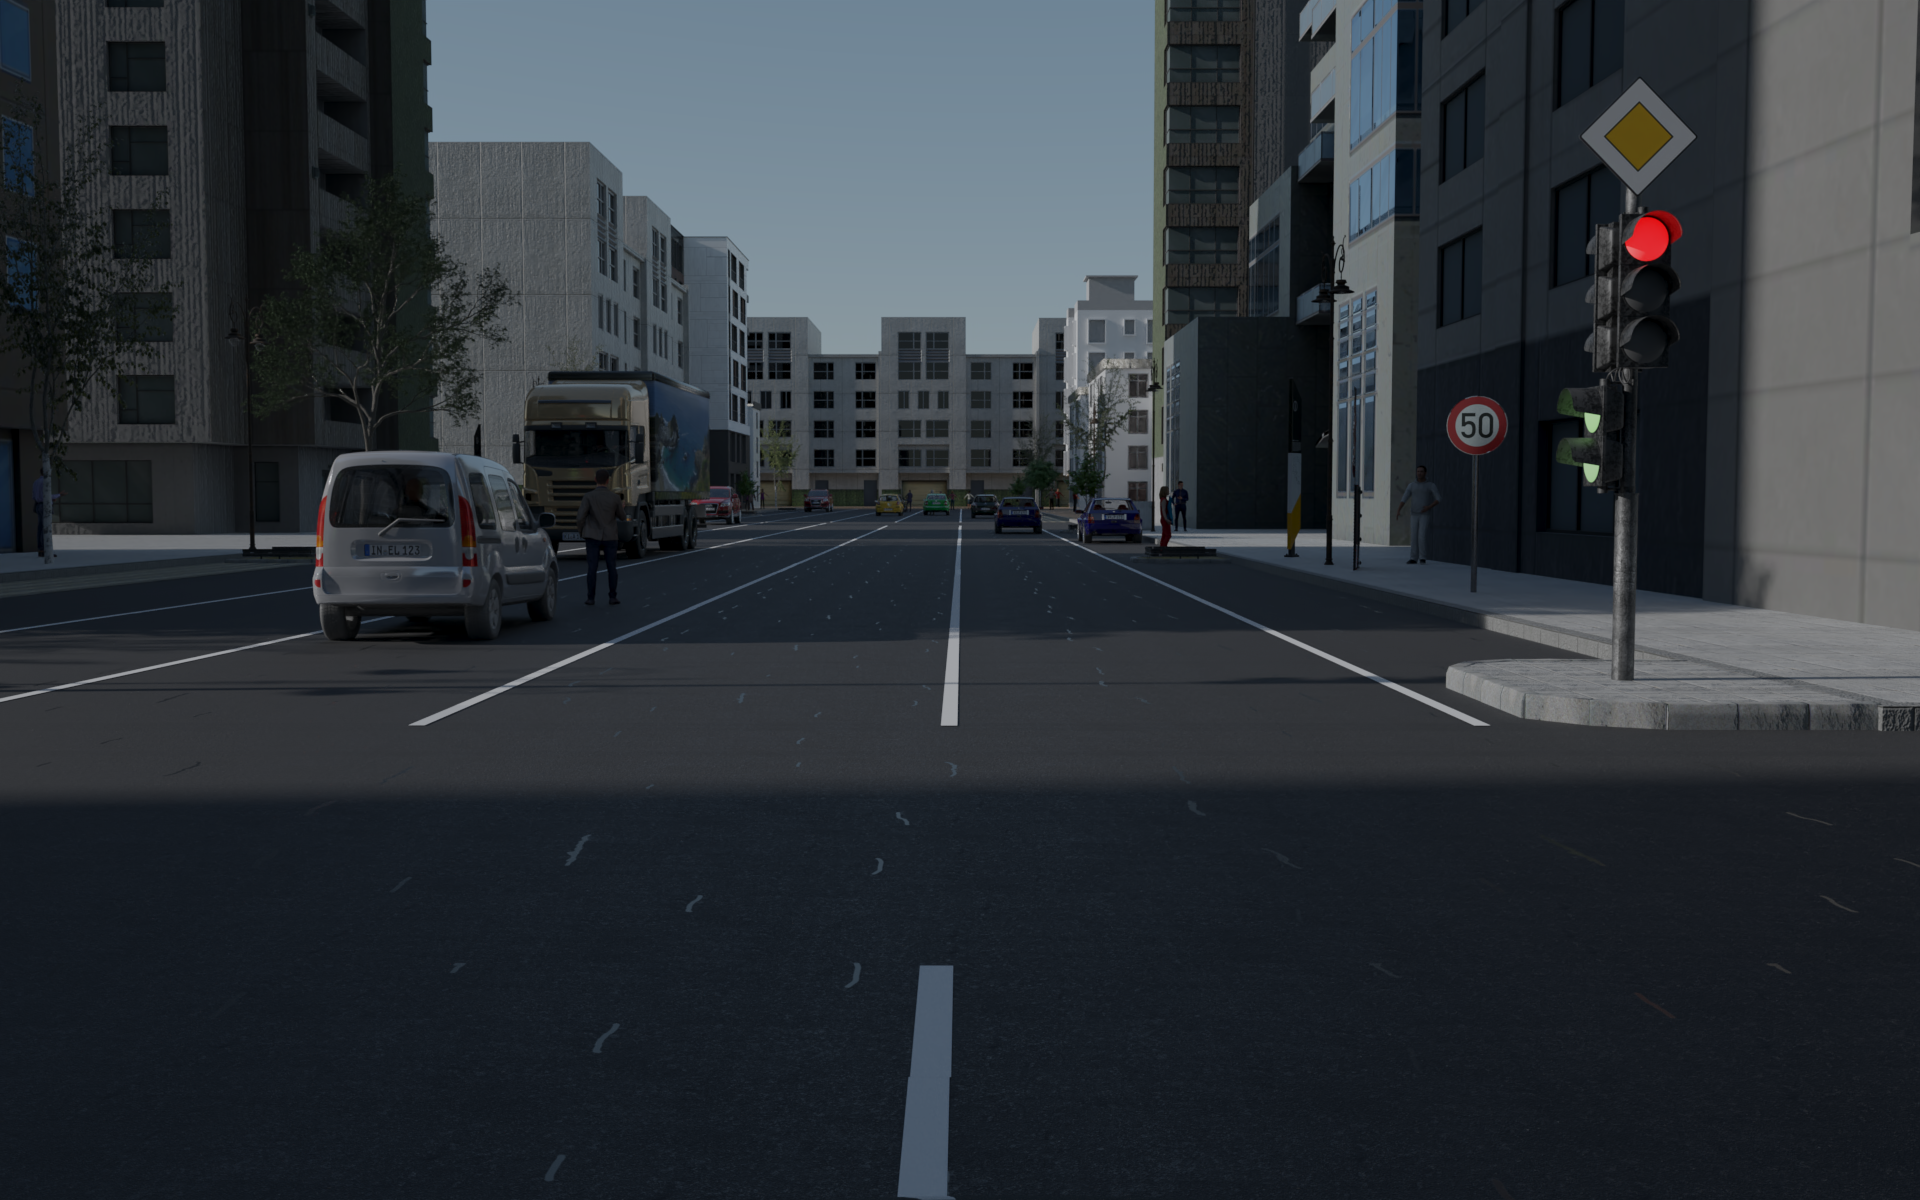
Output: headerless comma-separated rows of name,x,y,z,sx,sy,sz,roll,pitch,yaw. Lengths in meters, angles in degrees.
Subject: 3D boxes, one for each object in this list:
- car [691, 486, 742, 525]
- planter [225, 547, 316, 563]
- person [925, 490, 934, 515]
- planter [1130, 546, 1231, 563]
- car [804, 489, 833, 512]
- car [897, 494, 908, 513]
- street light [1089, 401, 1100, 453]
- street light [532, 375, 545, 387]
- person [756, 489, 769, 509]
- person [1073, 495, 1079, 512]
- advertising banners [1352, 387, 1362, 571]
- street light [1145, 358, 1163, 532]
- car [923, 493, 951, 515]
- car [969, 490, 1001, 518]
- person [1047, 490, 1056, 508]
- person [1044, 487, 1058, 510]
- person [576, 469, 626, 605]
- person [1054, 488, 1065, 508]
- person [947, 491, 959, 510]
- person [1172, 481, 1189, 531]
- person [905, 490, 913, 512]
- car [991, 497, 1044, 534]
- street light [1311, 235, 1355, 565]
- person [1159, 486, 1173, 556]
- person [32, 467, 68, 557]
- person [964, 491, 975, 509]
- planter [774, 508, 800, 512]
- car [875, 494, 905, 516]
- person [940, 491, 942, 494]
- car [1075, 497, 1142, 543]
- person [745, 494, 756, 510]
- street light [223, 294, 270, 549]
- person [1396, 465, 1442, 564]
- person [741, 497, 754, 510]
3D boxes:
car,-11.670,-4.533,82.781,2.281,1.827,5.304,0,4,-1
planter,-14.156,-0.948,36.636,1.991,0.319,1.994,0,3,0
person,-2.003,-6.841,121.077,1.217,1.736,0.721,-2,4,-33
planter,4.629,-0.956,36.776,1.991,0.319,1.994,0,3,0
car,-11.331,-7.969,138.963,2.281,1.827,5.304,0,4,0
car,-5.126,-7.701,135.701,2.009,1.686,4.222,0,4,2
street light,6.708,-6.955,86.506,0.468,5.910,1.993,0,3,0
street light,-16.425,-5.805,67.694,0.468,5.910,1.993,0,3,0
person,-16.971,-8.685,148.731,1.217,1.739,0.721,0,4,-4
person,8.184,-7.136,122.682,0.705,1.831,1.348,-1,4,-11
advertising banners,6.699,-2.022,29.253,0.090,3.025,2.074,1,4,16
street light,6.586,-5.267,58.905,0.468,5.910,1.993,0,3,0
car,-1.581,-6.669,117.831,1.959,1.807,4.718,0,4,0
car,1.531,-5.731,103.491,2.009,1.686,4.222,0,4,1
person,8.839,-9.776,167.962,1.348,1.869,0.705,1,4,9
person,7.370,-8.163,139.514,1.348,1.823,0.705,3,5,41
person,-4.675,-0.833,22.644,0.617,1.759,0.750,-1,4,-8
person,9.301,-9.675,164.166,1.348,1.831,0.705,-2,4,-25
person,-0.652,-9.157,158.941,1.217,1.743,0.721,2,4,25
person,7.571,-3.230,59.566,0.576,1.737,0.504,0,4,2
person,-4.191,-8.025,140.149,0.683,1.767,0.568,-3,4,-37
car,2.135,-3.140,63.919,1.945,1.354,3.894,0,4,1
street light,6.678,-3.571,31.171,0.468,5.910,1.993,0,3,0
person,4.729,-1.798,39.605,0.444,1.614,0.593,2,4,31
person,-18.525,-1.797,35.294,0.709,1.838,0.599,3,5,40
person,0.938,-9.483,164.331,1.217,1.735,0.721,2,4,25
planter,-14.026,-7.315,140.735,1.991,0.319,1.994,0,3,0
car,-4.647,-6.369,114.357,2.015,1.641,3.980,0,4,0
person,-1.777,-9.052,157.431,0.436,1.711,0.756,-2,4,-32
car,4.447,-2.393,51.704,1.945,1.354,3.894,0,4,0
person,-16.394,-7.877,135.380,0.990,1.755,0.434,-2,4,-31
street light,-16.449,-4.117,40.093,0.468,5.910,1.993,0,3,0
person,8.358,-1.558,31.659,0.875,1.805,0.789,2,4,30
person,-17.420,-8.282,142.133,1.217,1.739,0.721,-2,4,-35
